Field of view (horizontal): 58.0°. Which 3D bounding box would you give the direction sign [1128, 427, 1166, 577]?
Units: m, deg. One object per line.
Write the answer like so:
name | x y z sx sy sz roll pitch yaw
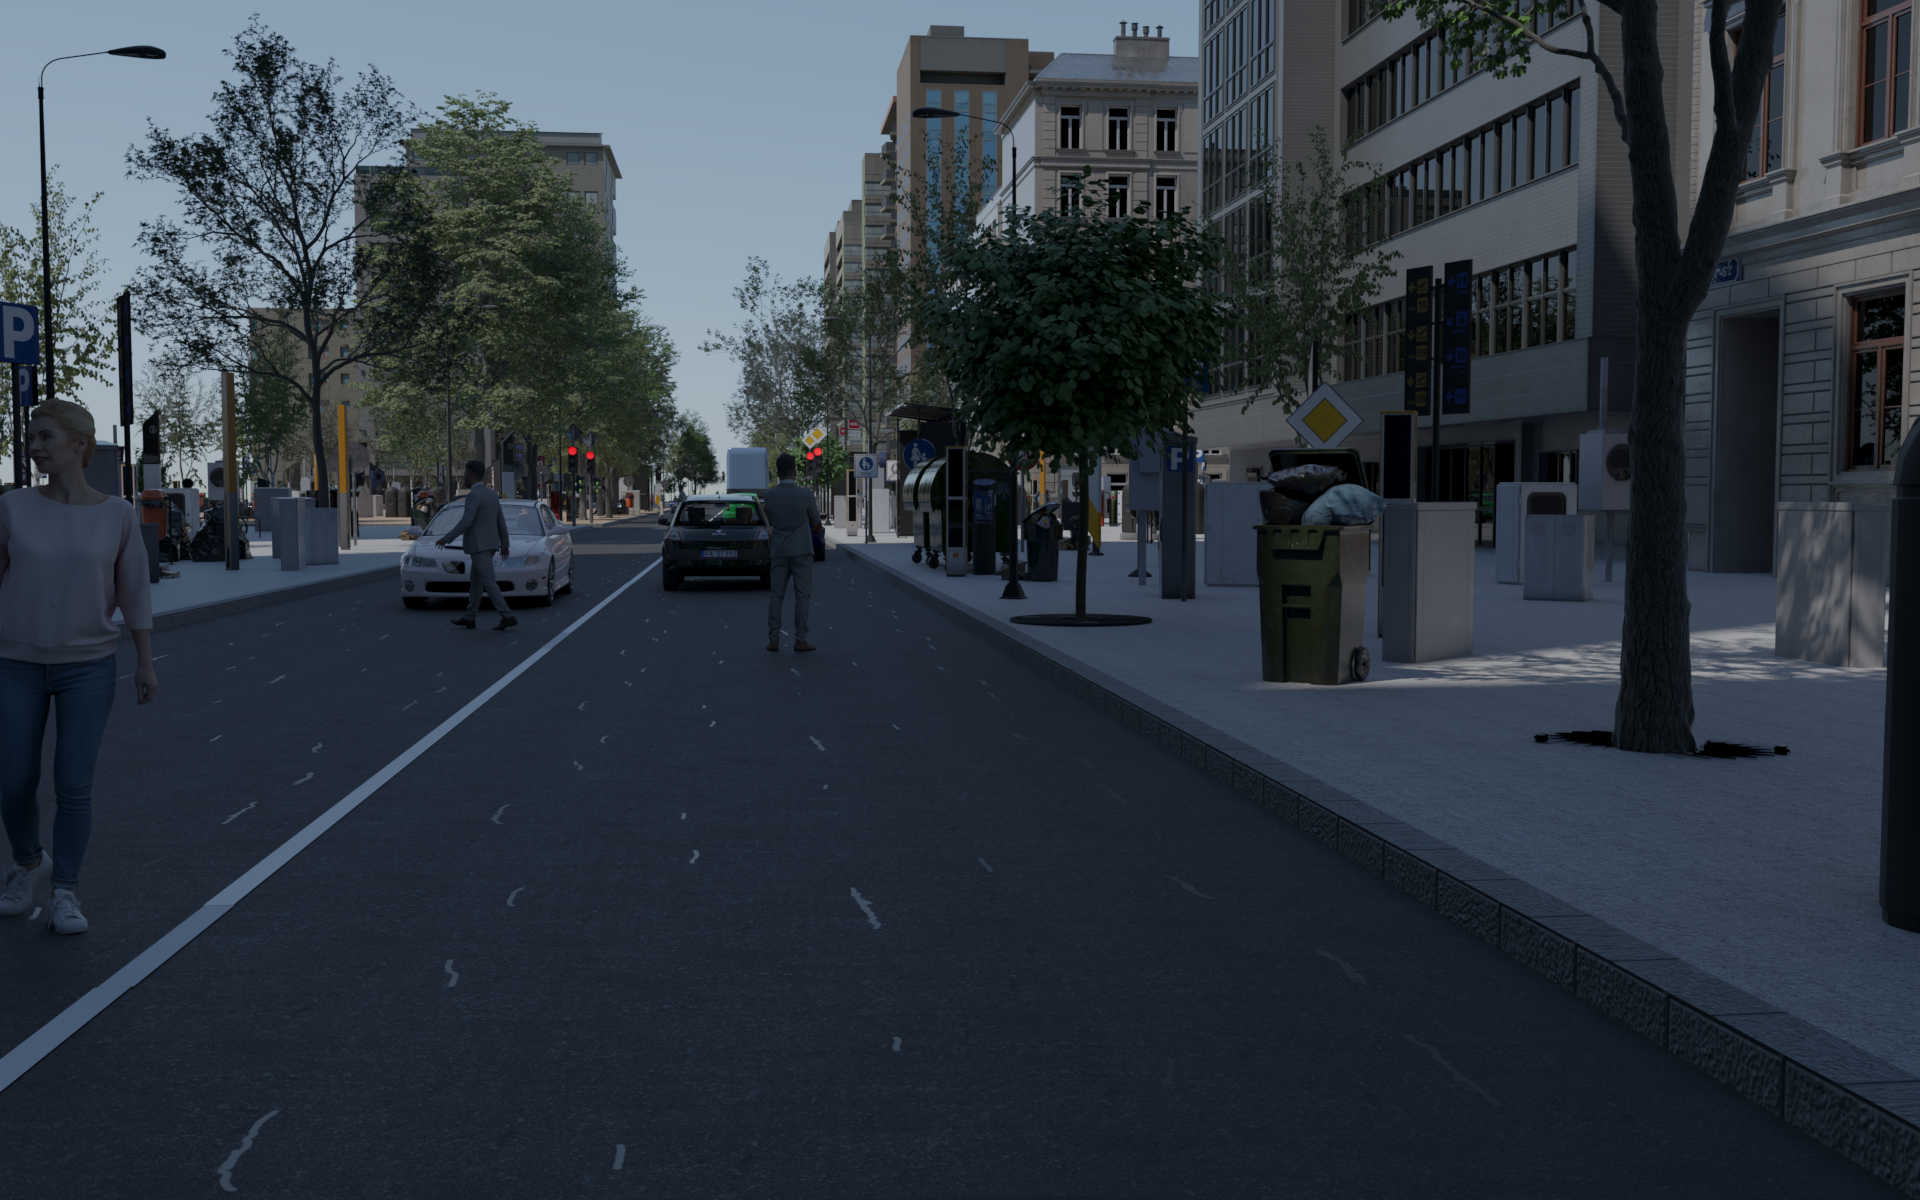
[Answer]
direction sign | 2.795 -2.126 26.759 0.876 3.537 0.379 -2 4 -26

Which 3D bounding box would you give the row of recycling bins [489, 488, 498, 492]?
row of recycling bins | -31.400 -6.644 115.744 1.069 1.692 3.534 -1 4 -13

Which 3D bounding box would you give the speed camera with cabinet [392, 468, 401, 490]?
speed camera with cabinet | -42.648 -8.377 131.293 0.660 3.252 2.038 -1 4 -22

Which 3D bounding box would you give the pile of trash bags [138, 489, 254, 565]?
pile of trash bags | -14.695 -1.405 32.728 1.912 1.369 3.447 0 4 -7

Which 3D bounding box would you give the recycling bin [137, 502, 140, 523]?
recycling bin | -26.954 -2.665 56.134 0.722 1.027 0.722 3 4 36

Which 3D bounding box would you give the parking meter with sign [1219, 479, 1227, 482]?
parking meter with sign | 13.173 -5.611 88.002 1.738 3.016 0.543 -1 4 -11

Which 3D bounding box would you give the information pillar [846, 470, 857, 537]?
information pillar | -3.275 -2.933 52.441 0.304 2.012 0.304 -1 4 -10

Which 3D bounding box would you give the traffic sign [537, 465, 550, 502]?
traffic sign | -18.357 -4.640 75.977 0.768 2.556 0.104 0 4 2

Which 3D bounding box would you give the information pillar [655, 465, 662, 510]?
information pillar | -23.945 -8.946 137.615 0.504 3.616 0.183 -1 4 -14

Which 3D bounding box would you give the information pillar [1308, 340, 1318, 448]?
information pillar | 5.419 -2.158 26.645 0.183 3.616 0.504 0 4 4

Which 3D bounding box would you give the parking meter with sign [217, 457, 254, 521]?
parking meter with sign | -34.396 -5.218 81.570 1.738 3.016 0.543 0 4 5

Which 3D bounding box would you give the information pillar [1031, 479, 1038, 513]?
information pillar | 3.710 -5.016 86.502 0.304 2.012 0.304 -1 4 -16

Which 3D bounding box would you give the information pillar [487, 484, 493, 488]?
information pillar | -33.254 -7.225 122.624 0.304 2.012 0.304 1 4 22

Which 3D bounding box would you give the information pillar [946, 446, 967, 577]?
information pillar | -0.052 -1.368 26.864 0.304 2.012 0.304 0 4 6

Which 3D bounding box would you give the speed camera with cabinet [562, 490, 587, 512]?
speed camera with cabinet | -27.521 -7.861 122.866 2.038 3.252 0.660 -2 4 -32

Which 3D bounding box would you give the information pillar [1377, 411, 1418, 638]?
information pillar | 3.904 -0.671 15.457 0.304 2.012 0.304 1 4 19

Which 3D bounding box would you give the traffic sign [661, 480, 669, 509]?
traffic sign | -25.770 -9.244 151.250 0.768 2.556 0.104 0 4 1

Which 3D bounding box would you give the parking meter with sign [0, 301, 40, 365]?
parking meter with sign | -9.450 -1.211 16.057 1.738 3.016 0.543 1 4 11

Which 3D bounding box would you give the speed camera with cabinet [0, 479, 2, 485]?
speed camera with cabinet | -54.253 -6.316 97.603 0.660 3.252 2.038 -2 4 -33

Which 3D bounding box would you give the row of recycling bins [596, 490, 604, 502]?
row of recycling bins | -28.981 -8.513 146.293 3.534 1.692 1.069 0 4 -6

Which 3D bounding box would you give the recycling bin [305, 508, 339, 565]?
recycling bin | -11.823 -1.159 31.512 0.722 1.027 0.722 1 4 19

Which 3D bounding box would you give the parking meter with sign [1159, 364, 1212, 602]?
parking meter with sign | 2.713 -1.538 21.405 0.543 3.016 1.738 0 4 3

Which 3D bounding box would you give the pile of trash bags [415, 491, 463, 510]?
pile of trash bags | -15.409 -2.662 53.269 1.912 1.369 3.447 2 4 25

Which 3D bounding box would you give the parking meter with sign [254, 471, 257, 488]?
parking meter with sign | -41.264 -6.435 101.466 0.543 3.016 1.738 -3 5 -40

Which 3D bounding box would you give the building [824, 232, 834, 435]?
building | -12.514 -41.494 302.132 21.300 48.544 21.600 0 4 -7

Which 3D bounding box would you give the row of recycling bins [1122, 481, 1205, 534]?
row of recycling bins | 6.586 -3.011 56.341 1.069 1.692 3.534 -3 4 -38

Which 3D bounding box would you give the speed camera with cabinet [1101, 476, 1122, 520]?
speed camera with cabinet | 7.547 -5.596 85.824 0.660 3.252 2.038 -3 5 -41

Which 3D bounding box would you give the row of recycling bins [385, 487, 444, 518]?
row of recycling bins | -29.903 -5.368 94.880 3.534 1.692 1.069 1 4 15

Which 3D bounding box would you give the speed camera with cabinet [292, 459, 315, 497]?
speed camera with cabinet | -36.640 -6.251 96.547 0.660 3.252 2.038 0 4 5

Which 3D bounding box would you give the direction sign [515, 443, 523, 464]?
direction sign | -19.695 -5.164 76.423 0.876 3.537 0.379 0 4 3

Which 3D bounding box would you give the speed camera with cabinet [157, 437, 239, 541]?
speed camera with cabinet | -20.937 -3.254 47.535 2.038 3.252 0.660 0 4 -6

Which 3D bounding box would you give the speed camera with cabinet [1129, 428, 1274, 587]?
speed camera with cabinet | 3.418 -1.829 24.242 2.038 3.252 0.660 1 4 15

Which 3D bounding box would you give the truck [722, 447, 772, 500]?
truck | -11.449 -6.389 94.211 2.967 4.110 18.799 0 4 -8

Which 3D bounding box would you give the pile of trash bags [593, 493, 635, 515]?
pile of trash bags | -20.999 -5.899 106.196 1.912 1.369 3.447 -3 5 -44

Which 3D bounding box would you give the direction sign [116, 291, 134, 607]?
direction sign | -9.485 -1.697 19.738 0.379 3.537 0.876 -2 4 -33

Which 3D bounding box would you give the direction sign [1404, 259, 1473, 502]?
direction sign | 4.712 -1.538 17.151 0.379 3.537 0.876 -2 4 -29

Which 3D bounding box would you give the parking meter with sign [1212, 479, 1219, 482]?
parking meter with sign | 9.340 -4.296 66.493 0.543 3.016 1.738 2 4 25

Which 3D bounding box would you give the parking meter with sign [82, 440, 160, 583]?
parking meter with sign | -12.216 -1.716 24.321 0.543 3.016 1.738 3 4 38

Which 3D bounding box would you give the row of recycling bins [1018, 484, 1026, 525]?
row of recycling bins | 0.945 -3.913 71.090 3.534 1.692 1.069 0 4 -4

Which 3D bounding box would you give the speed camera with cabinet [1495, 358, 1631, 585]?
speed camera with cabinet | 8.739 -1.865 24.831 2.038 3.252 0.660 -1 4 -17

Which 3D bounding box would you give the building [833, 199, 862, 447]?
building | -8.785 -40.177 280.593 21.300 48.544 21.600 0 4 -7

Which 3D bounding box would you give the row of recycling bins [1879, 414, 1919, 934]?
row of recycling bins | 3.646 0.200 3.846 1.069 1.692 3.534 -1 4 -21

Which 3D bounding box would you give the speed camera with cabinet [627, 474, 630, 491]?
speed camera with cabinet | -25.311 -8.478 132.950 0.660 3.252 2.038 0 4 -2

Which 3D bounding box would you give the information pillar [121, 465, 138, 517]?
information pillar | -20.823 -2.382 43.444 0.304 2.012 0.304 -1 4 -15

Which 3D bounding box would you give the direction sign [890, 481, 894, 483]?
direction sign | -5.150 -8.037 123.395 0.876 3.537 0.379 0 4 1

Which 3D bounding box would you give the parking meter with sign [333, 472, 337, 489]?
parking meter with sign | -40.921 -7.194 113.881 0.543 3.016 1.738 0 4 -4

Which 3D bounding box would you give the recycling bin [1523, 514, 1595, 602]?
recycling bin | 7.289 -0.521 21.073 0.722 1.027 0.722 2 4 28

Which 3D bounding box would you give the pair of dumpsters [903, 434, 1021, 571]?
pair of dumpsters | -0.009 -1.687 30.080 1.574 2.255 4.437 0 4 -7

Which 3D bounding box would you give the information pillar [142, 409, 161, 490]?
information pillar | -22.399 -3.468 48.061 0.504 3.616 0.183 0 4 7

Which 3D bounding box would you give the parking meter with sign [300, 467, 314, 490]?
parking meter with sign | -42.870 -7.177 113.608 1.738 3.016 0.543 2 4 29

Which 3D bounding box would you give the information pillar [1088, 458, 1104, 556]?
information pillar | 2.806 -2.740 36.147 0.183 3.616 0.504 -2 4 -27

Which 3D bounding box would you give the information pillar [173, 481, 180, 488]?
information pillar | -42.741 -5.507 94.525 0.304 2.012 0.304 0 4 -2

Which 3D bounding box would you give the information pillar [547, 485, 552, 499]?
information pillar | -31.547 -7.866 133.093 0.304 2.012 0.304 -2 4 -35

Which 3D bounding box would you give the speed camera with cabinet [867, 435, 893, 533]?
speed camera with cabinet | -2.724 -3.854 57.351 0.660 3.252 2.038 -1 4 -10

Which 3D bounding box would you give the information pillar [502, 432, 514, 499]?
information pillar | -16.814 -4.472 64.478 0.183 3.616 0.504 3 4 38

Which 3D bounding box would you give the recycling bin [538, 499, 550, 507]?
recycling bin | -21.711 -4.810 91.204 0.722 1.027 0.722 2 4 35

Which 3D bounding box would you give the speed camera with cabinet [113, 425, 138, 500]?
speed camera with cabinet | -23.942 -3.328 48.747 0.660 3.252 2.038 0 4 4

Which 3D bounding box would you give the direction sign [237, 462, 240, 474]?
direction sign | -50.317 -7.833 120.073 0.876 3.537 0.379 1 4 14
